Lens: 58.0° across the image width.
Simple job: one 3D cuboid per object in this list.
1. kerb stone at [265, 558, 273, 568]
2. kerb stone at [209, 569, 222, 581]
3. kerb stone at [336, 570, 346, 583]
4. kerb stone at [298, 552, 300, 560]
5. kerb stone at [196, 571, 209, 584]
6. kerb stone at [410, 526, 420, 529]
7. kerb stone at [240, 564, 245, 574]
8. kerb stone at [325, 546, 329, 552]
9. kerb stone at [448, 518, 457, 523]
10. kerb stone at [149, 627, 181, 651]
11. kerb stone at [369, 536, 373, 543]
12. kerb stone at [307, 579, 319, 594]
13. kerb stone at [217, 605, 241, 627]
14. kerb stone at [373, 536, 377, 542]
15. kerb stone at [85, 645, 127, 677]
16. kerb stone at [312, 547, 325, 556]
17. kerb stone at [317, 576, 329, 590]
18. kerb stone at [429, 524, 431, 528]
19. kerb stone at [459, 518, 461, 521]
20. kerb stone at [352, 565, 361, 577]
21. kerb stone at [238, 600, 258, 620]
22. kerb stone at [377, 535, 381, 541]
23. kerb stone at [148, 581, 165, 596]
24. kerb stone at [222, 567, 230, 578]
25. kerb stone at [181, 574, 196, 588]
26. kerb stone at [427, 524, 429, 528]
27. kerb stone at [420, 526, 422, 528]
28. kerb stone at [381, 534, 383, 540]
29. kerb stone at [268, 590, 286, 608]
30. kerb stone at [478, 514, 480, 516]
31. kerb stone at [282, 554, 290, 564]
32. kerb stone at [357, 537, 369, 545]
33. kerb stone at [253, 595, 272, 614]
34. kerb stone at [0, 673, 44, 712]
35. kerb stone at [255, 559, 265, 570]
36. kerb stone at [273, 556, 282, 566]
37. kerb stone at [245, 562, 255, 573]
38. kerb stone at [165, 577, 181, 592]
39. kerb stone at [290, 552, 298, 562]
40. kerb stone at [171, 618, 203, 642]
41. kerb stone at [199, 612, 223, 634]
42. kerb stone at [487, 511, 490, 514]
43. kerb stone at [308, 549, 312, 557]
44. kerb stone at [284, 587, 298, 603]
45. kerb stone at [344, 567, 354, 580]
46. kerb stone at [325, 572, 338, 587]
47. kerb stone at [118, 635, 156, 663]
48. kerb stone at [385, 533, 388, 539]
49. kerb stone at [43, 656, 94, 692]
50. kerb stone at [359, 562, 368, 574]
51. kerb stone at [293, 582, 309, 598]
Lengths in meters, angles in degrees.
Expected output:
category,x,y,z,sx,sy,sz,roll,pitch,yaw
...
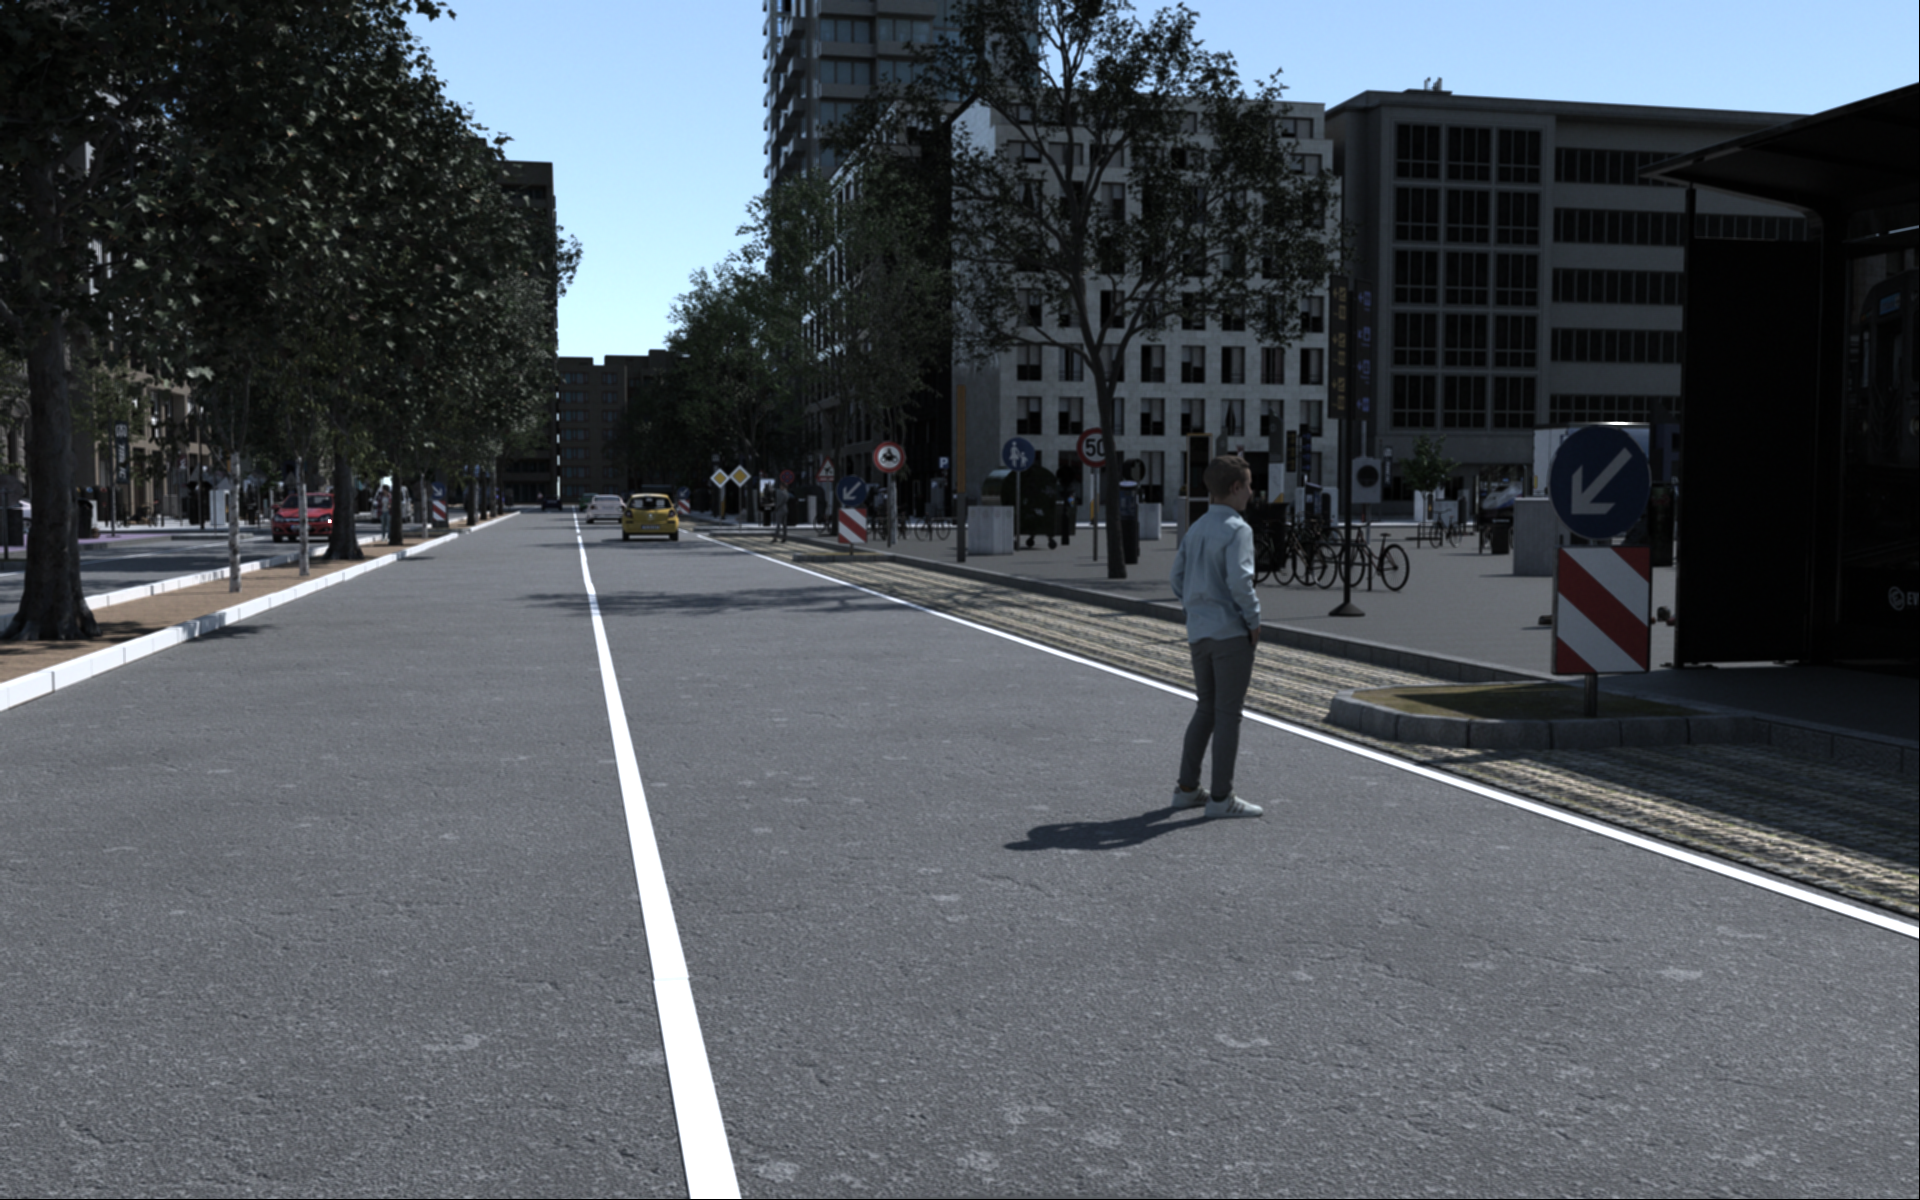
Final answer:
category,x,y,z,sx,sy,sz,roll,pitch,yaw
kerb stone,-13.505,-0.694,33.543,0.120,0.150,1.000,-1,4,-13
kerb stone,-12.370,-0.388,28.547,0.120,0.150,1.000,-1,4,-13
kerb stone,-10.102,-0.354,28.005,0.120,0.150,1.000,-1,4,-13
kerb stone,-14.396,-0.939,37.548,0.120,0.150,1.000,-1,4,-13
kerb stone,-12.149,-0.326,27.549,0.120,0.150,1.000,-1,4,-13
kerb stone,-20.812,-2.684,66.078,0.120,0.150,1.000,-1,4,-13
kerb stone,-12.812,-0.511,30.542,0.120,0.150,1.000,-1,4,-13
kerb stone,-15.286,-1.183,41.538,0.120,0.150,1.000,-1,4,-13
kerb stone,-25.533,-3.970,87.108,0.120,0.150,1.000,-1,4,-13
kerb stone,-7.404,0.384,16.007,0.120,0.150,1.000,-1,4,-13
kerb stone,-17.316,-1.734,50.538,0.120,0.150,1.000,-1,4,-13
kerb stone,-9.425,-0.172,25.002,0.120,0.150,1.000,-1,4,-13
kerb stone,-8.073,0.195,19.009,0.120,0.150,1.000,-1,4,-13
kerb stone,-17.537,-1.795,51.536,0.120,0.150,1.000,-1,4,-13
kerb stone,-6.950,0.502,14.004,0.120,0.150,1.000,-1,4,-13
kerb stone,-15.063,-1.121,40.541,0.120,0.150,1.000,-1,4,-13
kerb stone,-9.648,-0.227,26.000,0.120,0.150,1.000,-1,4,-13
kerb stone,-21.930,-2.987,71.086,0.120,0.150,1.000,-1,4,-13
kerb stone,-26.213,-4.154,90.112,0.120,0.150,1.000,-1,4,-13
kerb stone,-10.543,-0.476,30.007,0.120,0.150,1.000,-1,4,-13
kerb stone,-8.294,0.134,20.007,0.120,0.150,1.000,-1,4,-13
kerb stone,-17.762,-1.856,52.543,0.120,0.150,1.000,-1,4,-13
kerb stone,-11.475,-0.138,24.535,0.120,0.150,1.000,-1,4,-13
kerb stone,-12.595,-0.447,29.544,0.120,0.150,1.000,-1,4,-13
kerb stone,-11.915,-0.265,26.536,0.120,0.150,1.000,-1,4,-13
kerb stone,-21.707,-2.929,70.082,0.120,0.150,1.000,-1,4,-13
kerb stone,-21.259,-2.805,68.073,0.120,0.150,1.000,-1,4,-13
kerb stone,-17.988,-1.916,53.539,0.120,0.150,1.000,-1,4,-13
kerb stone,-8.746,0.011,22.012,0.120,0.150,1.000,-1,4,-13
kerb stone,-32.061,-5.742,116.115,0.120,0.150,1.000,-1,4,-13
kerb stone,-13.946,-0.816,35.539,0.120,0.150,1.000,-1,4,-13
kerb stone,-17.094,-1.672,49.530,0.120,0.150,1.000,-1,4,-13
kerb stone,-8.523,0.073,21.006,0.120,0.150,1.000,-1,4,-13
kerb stone,-6.505,0.626,12.009,0.120,0.150,1.000,-1,4,-13
kerb stone,-13.267,-0.633,32.548,0.120,0.150,1.000,-1,4,-13
kerb stone,-13.718,-0.750,34.543,0.120,0.150,1.000,-1,4,-13
kerb stone,-13.048,-0.572,31.550,0.120,0.150,1.000,-1,4,-13
kerb stone,-11.694,-0.204,25.538,0.120,0.150,1.000,-1,4,-13
kerb stone,-14.161,-0.875,36.541,0.120,0.150,1.000,-1,4,-13
kerb stone,-7.632,0.317,17.010,0.120,0.150,1.000,-1,4,-13
kerb stone,-7.852,0.256,18.012,0.120,0.150,1.000,-1,4,-13
kerb stone,-34.982,-6.540,129.122,0.120,0.150,1.000,-1,4,-13
kerb stone,-14.622,-0.999,38.545,0.120,0.150,1.000,-1,4,-13
kerb stone,-8.971,-0.040,23.010,0.120,0.150,1.000,-1,4,-13
kerb stone,-10.316,-0.417,29.007,0.120,0.150,1.000,-1,4,-13
kerb stone,-9.872,-0.294,27.009,0.120,0.150,1.000,-1,4,-13
kerb stone,-7.176,0.441,15.008,0.120,0.150,1.000,-1,4,-13
kerb stone,-18.216,-1.978,54.536,0.120,0.150,1.000,-1,4,-13
kerb stone,-6.722,0.562,13.007,0.120,0.150,1.000,-1,4,-13
kerb stone,-10.774,-0.539,31.003,0.120,0.150,1.000,-1,4,-13
kerb stone,-9.194,-0.107,24.007,0.120,0.150,1.000,-1,4,-13
